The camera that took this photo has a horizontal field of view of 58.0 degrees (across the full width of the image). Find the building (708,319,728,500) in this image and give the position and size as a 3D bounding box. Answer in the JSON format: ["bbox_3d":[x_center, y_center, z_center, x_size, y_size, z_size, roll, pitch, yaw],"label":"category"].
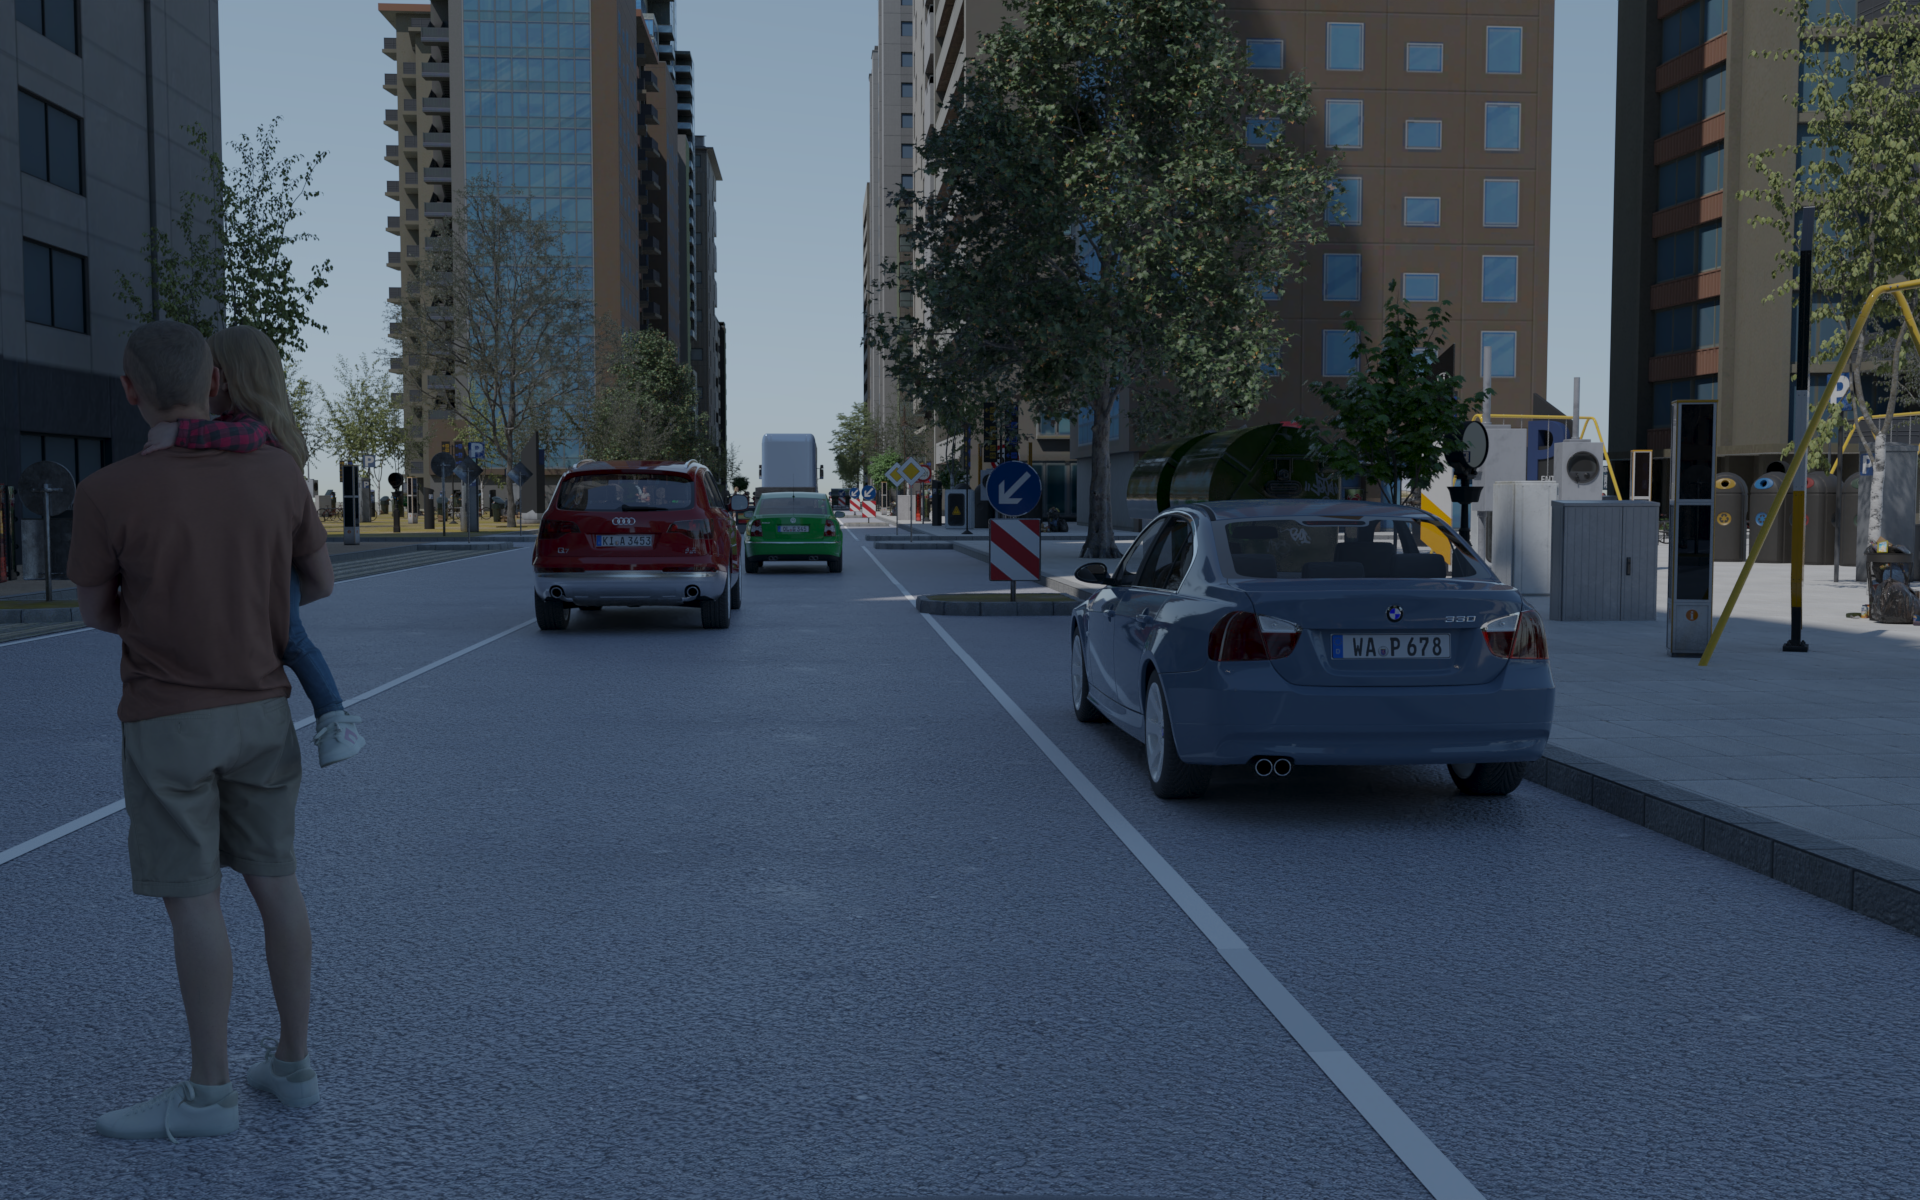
[{"bbox_3d":[-44.942,-31.011,278.729,14.160,30.474,14.107,0,4,-5],"label":"building"}]

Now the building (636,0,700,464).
[{"bbox_3d":[-44.706,-55.885,226.383,22.319,86.520,31.000,0,4,-5],"label":"building"}]

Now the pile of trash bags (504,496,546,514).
[{"bbox_3d":[-25.581,-5.660,102.295,3.447,1.369,1.912,3,5,40],"label":"pile of trash bags"}]

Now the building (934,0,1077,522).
[{"bbox_3d":[10.000,-28.463,89.069,21.300,48.544,21.600,0,4,-5],"label":"building"}]

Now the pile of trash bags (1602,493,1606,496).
[{"bbox_3d":[41.717,-6.077,109.118,3.447,1.369,1.912,-1,4,-9],"label":"pile of trash bags"}]

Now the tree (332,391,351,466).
[{"bbox_3d":[-41.091,-9.633,107.860,4.360,8.622,3.978,0,3,0],"label":"tree"}]

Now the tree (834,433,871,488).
[{"bbox_3d":[-12.255,-15.289,200.338,4.737,8.622,4.395,0,3,0],"label":"tree"}]

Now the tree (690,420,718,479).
[{"bbox_3d":[-24.962,-12.753,158.878,4.360,8.622,3.978,0,3,0],"label":"tree"}]

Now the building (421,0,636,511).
[{"bbox_3d":[-32.458,-29.560,133.409,14.600,45.320,14.200,0,4,-5],"label":"building"}]

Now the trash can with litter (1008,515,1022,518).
[{"bbox_3d":[2.159,-2.972,59.972,1.055,1.170,0.624,0,4,5],"label":"trash can with litter"}]

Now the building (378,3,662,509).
[{"bbox_3d":[-38.498,-30.573,154.490,22.147,44.769,28.867,0,4,-5],"label":"building"}]

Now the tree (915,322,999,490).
[{"bbox_3d":[-0.078,-7.095,66.358,4.737,8.622,4.395,0,3,0],"label":"tree"}]

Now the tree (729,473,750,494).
[{"bbox_3d":[-33.967,-17.336,267.160,4.285,4.588,4.351,0,3,0],"label":"tree"}]

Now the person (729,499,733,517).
[{"bbox_3d":[-8.699,-3.190,65.340,0.352,1.250,0.332,-3,4,-36],"label":"person"}]

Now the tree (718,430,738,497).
[{"bbox_3d":[-26.516,-14.246,183.277,4.360,8.622,3.978,0,3,0],"label":"tree"}]

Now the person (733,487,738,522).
[{"bbox_3d":[-11.808,-4.924,89.218,0.699,1.804,1.509,3,4,36],"label":"person"}]

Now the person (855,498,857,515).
[{"bbox_3d":[-7.012,-6.307,115.895,0.425,1.301,0.394,1,4,13],"label":"person"}]

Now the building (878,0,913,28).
[{"bbox_3d":[1.673,-39.513,188.030,21.231,58.520,28.212,0,4,-5],"label":"building"}]

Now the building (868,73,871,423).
[{"bbox_3d":[-1.478,-42.120,230.658,21.231,58.520,28.212,0,4,-5],"label":"building"}]

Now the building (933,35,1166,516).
[{"bbox_3d":[5.570,-28.797,120.948,14.600,45.320,14.200,0,4,-5],"label":"building"}]

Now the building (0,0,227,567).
[{"bbox_3d":[-27.392,-36.275,31.356,20.611,71.187,20.563,0,4,-5],"label":"building"}]

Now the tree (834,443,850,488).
[{"bbox_3d":[-14.571,-17.116,230.206,4.360,8.622,3.978,0,3,0],"label":"tree"}]

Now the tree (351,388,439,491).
[{"bbox_3d":[-36.754,-10.000,113.858,4.360,8.622,3.978,0,3,0],"label":"tree"}]

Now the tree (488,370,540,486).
[{"bbox_3d":[-23.237,-8.911,96.054,4.360,8.622,3.978,0,3,0],"label":"tree"}]

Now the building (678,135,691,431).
[{"bbox_3d":[-37.263,-31.033,190.991,14.154,41.232,14.086,0,4,-5],"label":"building"}]

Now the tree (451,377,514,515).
[{"bbox_3d":[-29.479,-9.569,106.813,4.737,8.622,4.395,0,3,0],"label":"tree"}]

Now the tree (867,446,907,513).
[{"bbox_3d":[-4.635,-8.165,117.219,4.285,4.588,4.351,0,3,0],"label":"tree"}]

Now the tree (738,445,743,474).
[{"bbox_3d":[-32.256,-17.800,241.388,4.360,8.622,3.978,0,3,0],"label":"tree"}]

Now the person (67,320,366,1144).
[{"bbox_3d":[-1.701,0.272,4.021,0.573,1.828,0.580,0,4,-6],"label":"person"}]

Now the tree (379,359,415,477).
[{"bbox_3d":[-30.882,-8.478,88.984,4.737,8.622,4.395,0,3,0],"label":"tree"}]

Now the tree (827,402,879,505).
[{"bbox_3d":[-12.413,-17.986,212.194,7.486,12.596,7.792,0,3,0],"label":"tree"}]

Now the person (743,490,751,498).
[{"bbox_3d":[-22.322,-10.494,180.037,1.348,1.831,0.705,-2,4,-27],"label":"person"}]

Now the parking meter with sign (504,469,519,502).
[{"bbox_3d":[-30.097,-7.435,117.829,1.738,3.016,0.543,2,4,24],"label":"parking meter with sign"}]

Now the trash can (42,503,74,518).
[{"bbox_3d":[-14.613,-1.014,28.233,0.748,1.137,0.748,0,3,0],"label":"trash can"}]

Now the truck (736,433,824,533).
[{"bbox_3d":[-7.280,-4.969,70.995,2.967,4.110,18.799,0,4,-3],"label":"truck"}]

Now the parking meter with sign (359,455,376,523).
[{"bbox_3d":[-26.974,-5.031,78.511,0.543,3.016,1.738,-2,4,-33],"label":"parking meter with sign"}]

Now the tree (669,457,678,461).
[{"bbox_3d":[-23.845,-9.823,144.315,4.285,4.588,4.351,0,3,0],"label":"tree"}]

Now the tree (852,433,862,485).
[{"bbox_3d":[-5.987,-11.432,137.278,4.360,8.622,3.978,0,3,0],"label":"tree"}]

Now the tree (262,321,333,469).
[{"bbox_3d":[-30.312,-7.600,74.625,4.360,8.622,3.978,0,3,0],"label":"tree"}]

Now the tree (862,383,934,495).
[{"bbox_3d":[-3.097,-9.714,109.182,4.360,8.622,3.978,0,3,0],"label":"tree"}]

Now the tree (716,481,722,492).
[{"bbox_3d":[-28.811,-12.700,202.247,1.663,3.219,1.824,0,3,0],"label":"tree"}]

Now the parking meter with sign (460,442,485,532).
[{"bbox_3d":[-16.621,-3.826,58.816,0.543,3.016,1.738,-2,4,-30],"label":"parking meter with sign"}]

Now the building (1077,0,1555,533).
[{"bbox_3d":[12.074,-25.277,63.382,14.200,45.320,14.600,0,4,-5],"label":"building"}]

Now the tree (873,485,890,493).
[{"bbox_3d":[-6.513,-9.166,144.468,1.663,3.219,1.824,0,3,0],"label":"tree"}]

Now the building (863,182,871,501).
[{"bbox_3d":[-3.332,-38.658,255.755,21.300,48.544,21.600,0,4,-5],"label":"building"}]

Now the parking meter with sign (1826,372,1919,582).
[{"bbox_3d":[13.529,-1.770,25.205,1.738,3.016,0.543,-1,4,-11],"label":"parking meter with sign"}]

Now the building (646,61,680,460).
[{"bbox_3d":[-36.104,-32.179,176.242,14.600,45.320,14.200,0,4,-5],"label":"building"}]

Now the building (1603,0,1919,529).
[{"bbox_3d":[41.187,-25.384,69.651,28.867,44.769,22.147,0,4,-5],"label":"building"}]

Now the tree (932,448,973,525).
[{"bbox_3d":[-0.248,-4.769,72.567,1.663,3.219,1.824,0,3,0],"label":"tree"}]

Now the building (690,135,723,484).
[{"bbox_3d":[-50.039,-40.823,256.690,28.713,52.752,27.495,0,4,-5],"label":"building"}]

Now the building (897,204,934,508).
[{"bbox_3d":[0.827,-24.215,167.622,14.160,30.474,14.107,0,4,-5],"label":"building"}]

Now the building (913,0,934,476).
[{"bbox_3d":[10.127,-34.107,146.883,28.713,52.752,27.495,0,4,-5],"label":"building"}]

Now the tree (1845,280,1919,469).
[{"bbox_3d":[25.015,-5.711,43.743,4.360,8.622,3.978,0,3,0],"label":"tree"}]

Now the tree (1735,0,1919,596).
[{"bbox_3d":[11.744,-4.367,21.760,4.737,8.622,4.395,0,3,0],"label":"tree"}]
